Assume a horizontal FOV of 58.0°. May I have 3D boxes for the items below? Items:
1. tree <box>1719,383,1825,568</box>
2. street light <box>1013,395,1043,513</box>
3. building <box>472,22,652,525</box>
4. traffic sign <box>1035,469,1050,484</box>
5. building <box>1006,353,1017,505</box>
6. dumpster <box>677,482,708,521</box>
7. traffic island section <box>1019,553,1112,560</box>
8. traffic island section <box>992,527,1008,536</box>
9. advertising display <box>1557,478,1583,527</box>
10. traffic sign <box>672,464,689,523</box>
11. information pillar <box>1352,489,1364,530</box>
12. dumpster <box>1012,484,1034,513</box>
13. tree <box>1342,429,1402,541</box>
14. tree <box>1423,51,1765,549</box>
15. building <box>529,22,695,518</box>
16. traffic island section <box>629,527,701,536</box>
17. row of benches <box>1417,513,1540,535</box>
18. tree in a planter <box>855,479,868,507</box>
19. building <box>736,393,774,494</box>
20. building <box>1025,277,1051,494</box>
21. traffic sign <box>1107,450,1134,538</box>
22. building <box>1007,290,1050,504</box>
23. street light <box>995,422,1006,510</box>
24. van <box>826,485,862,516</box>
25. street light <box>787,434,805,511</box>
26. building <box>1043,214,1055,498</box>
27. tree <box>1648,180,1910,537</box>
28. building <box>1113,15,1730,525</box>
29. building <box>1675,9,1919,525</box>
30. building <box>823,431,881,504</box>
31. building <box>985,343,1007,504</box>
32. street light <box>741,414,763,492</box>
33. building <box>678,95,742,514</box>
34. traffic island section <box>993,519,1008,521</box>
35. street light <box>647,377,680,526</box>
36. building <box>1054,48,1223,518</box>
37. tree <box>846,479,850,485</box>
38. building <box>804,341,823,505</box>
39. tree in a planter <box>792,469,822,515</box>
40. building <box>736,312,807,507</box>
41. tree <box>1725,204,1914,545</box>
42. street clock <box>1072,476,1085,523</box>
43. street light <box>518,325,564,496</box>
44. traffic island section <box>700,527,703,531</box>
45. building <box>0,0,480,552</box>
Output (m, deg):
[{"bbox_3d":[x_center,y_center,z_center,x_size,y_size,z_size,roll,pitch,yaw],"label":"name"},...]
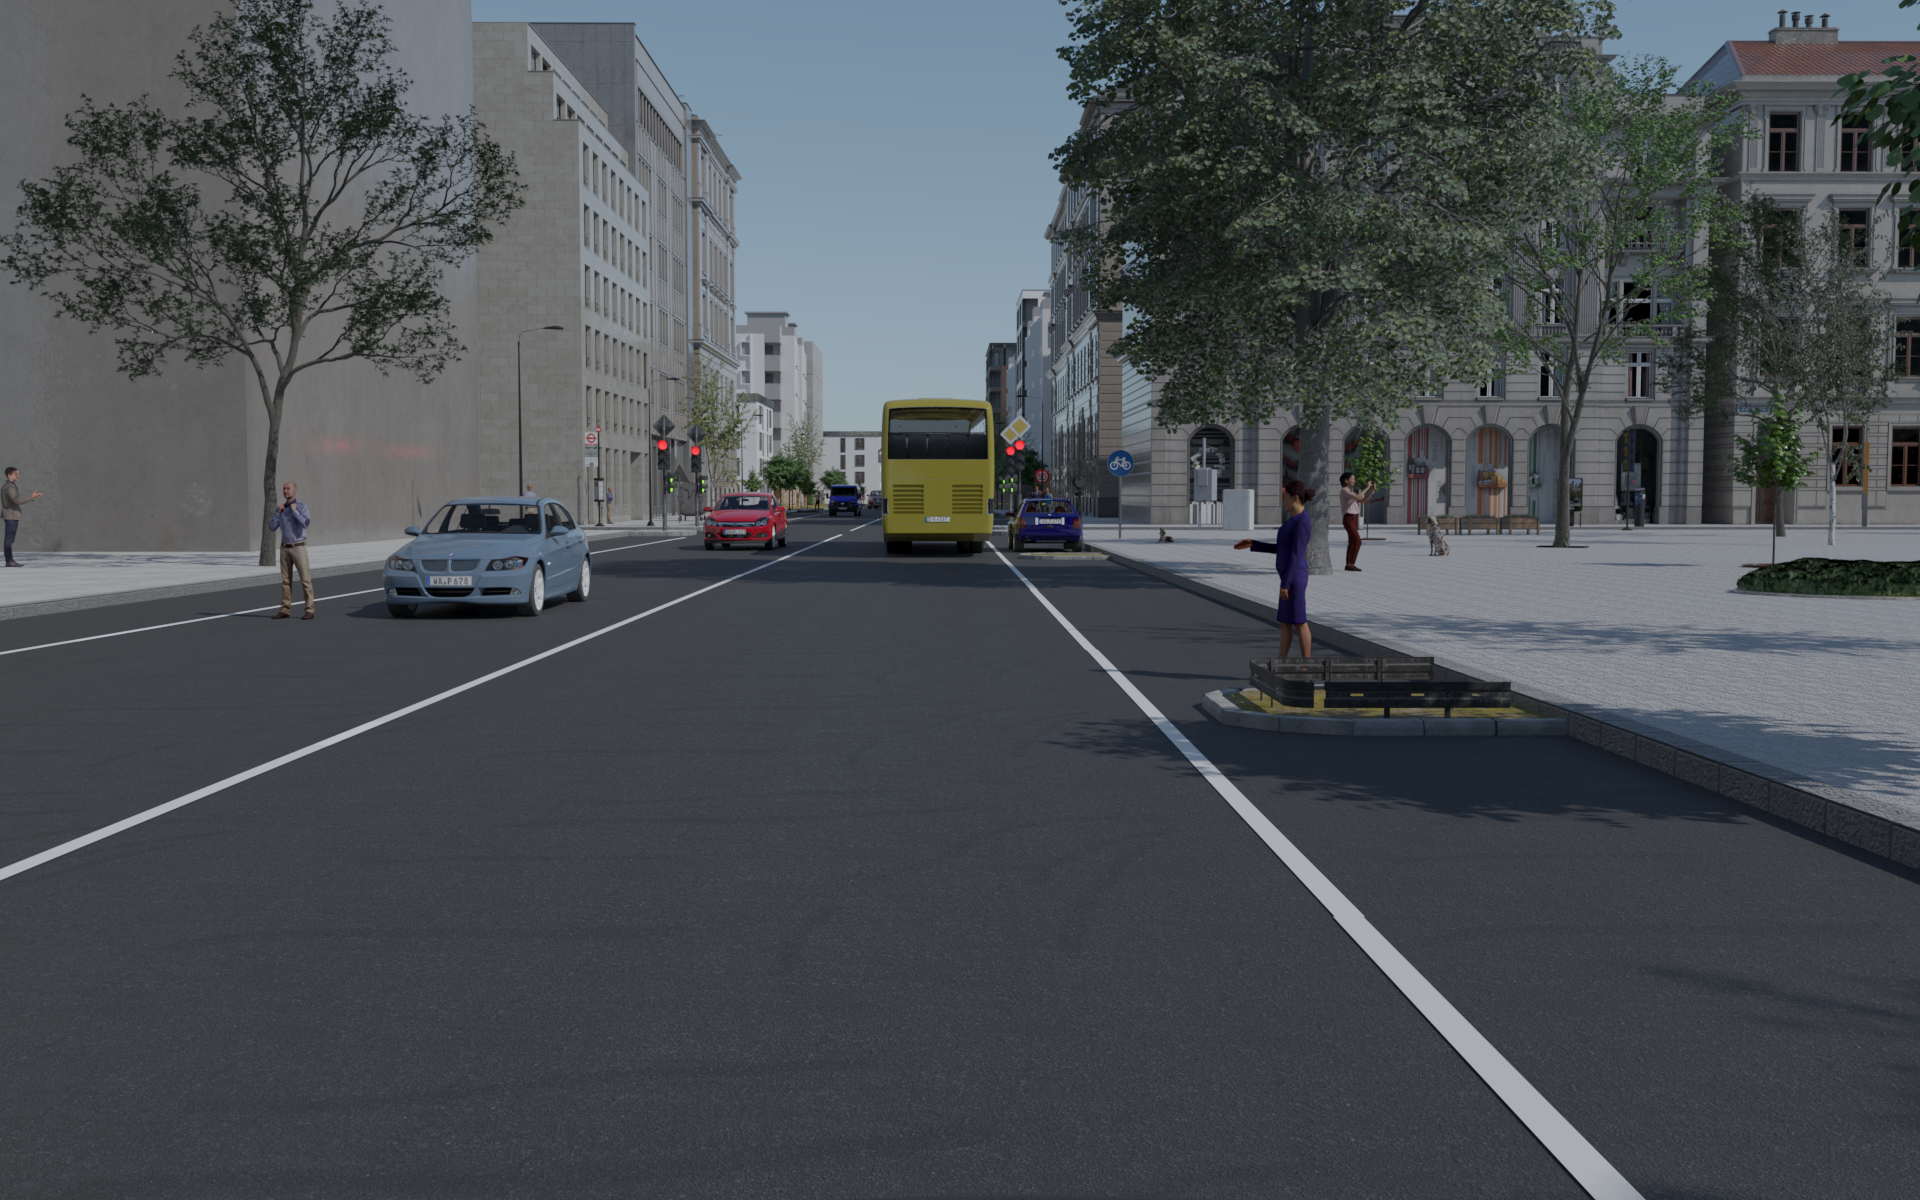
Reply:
[{"bbox_3d":[14.371,-2.182,30.272,1.663,3.219,1.824,0,3,0],"label":"tree"},{"bbox_3d":[3.316,-6.637,81.055,1.470,5.913,1.316,0,4,-1],"label":"street light"},{"bbox_3d":[-20.735,-13.711,78.919,10.420,20.320,16.860,0,4,-1],"label":"building"},{"bbox_3d":[4.193,-5.402,88.424,0.768,2.556,0.104,0,4,4],"label":"traffic sign"},{"bbox_3d":[13.749,-21.719,211.532,16.016,20.091,11.380,0,4,-1],"label":"building"},{"bbox_3d":[-12.756,-4.696,82.539,1.264,1.857,1.865,0,4,-1],"label":"dumpster"},{"bbox_3d":[2.328,-0.973,38.779,1.991,0.108,1.994,0,4,-1],"label":"traffic island section"},{"bbox_3d":[2.099,-2.349,60.688,2.009,0.180,2.903,0,4,-1],"label":"traffic island section"},{"bbox_3d":[24.110,-3.870,68.493,0.974,1.923,0.123,2,4,34],"label":"advertising display"},{"bbox_3d":[-12.260,-4.629,75.693,0.884,2.594,0.081,1,4,9],"label":"traffic sign"},{"bbox_3d":[14.175,-3.498,61.681,0.304,2.012,0.304,3,5,41],"label":"information pillar"},{"bbox_3d":[3.743,-5.896,102.163,1.264,1.857,1.865,0,4,-1],"label":"dumpster"},{"bbox_3d":[11.497,-3.281,48.251,1.663,3.219,1.824,0,3,0],"label":"tree"},{"bbox_3d":[14.566,-7.051,41.033,9.928,11.665,9.643,0,3,0],"label":"tree"},{"bbox_3d":[-22.395,-17.071,97.128,12.078,24.808,19.932,0,4,-1],"label":"building"},{"bbox_3d":[-10.342,-2.341,60.561,2.009,0.180,2.903,0,4,-1],"label":"traffic island section"},{"bbox_3d":[16.430,-2.392,54.578,4.104,0.672,1.422,-1,4,-14],"label":"row of benches"},{"bbox_3d":[-11.473,-12.247,197.452,1.991,3.239,1.994,0,4,-1],"label":"tree in a planter"},{"bbox_3d":[-21.464,-13.202,157.999,9.099,9.664,28.070,0,4,-1],"label":"building"},{"bbox_3d":[14.335,-18.232,154.513,16.016,20.091,11.380,0,4,-1],"label":"building"},{"bbox_3d":[4.624,-3.051,49.997,0.768,2.556,0.104,0,4,3],"label":"traffic sign"},{"bbox_3d":[19.982,-21.137,189.565,27.936,21.610,32.646,0,4,-1],"label":"building"},{"bbox_3d":[3.005,-8.536,112.096,1.470,5.913,1.316,0,4,-1],"label":"street light"},{"bbox_3d":[-7.469,-6.628,112.752,2.240,2.365,5.245,0,4,0],"label":"van"},{"bbox_3d":[-12.618,-9.844,133.492,1.470,5.913,1.316,0,4,-1],"label":"street light"},{"bbox_3d":[13.224,-20.403,130.851,12.463,27.353,25.104,0,4,-1],"label":"building"},{"bbox_3d":[24.361,-7.185,51.887,7.601,10.594,8.767,1,4,22],"label":"tree"},{"bbox_3d":[19.430,-14.421,77.578,24.055,21.916,13.314,0,4,-1],"label":"building"},{"bbox_3d":[42.042,-14.723,76.874,21.152,22.565,11.583,0,4,-1],"label":"building"},{"bbox_3d":[-10.675,-17.940,235.460,28.070,9.664,9.099,0,4,-1],"label":"building"},{"bbox_3d":[20.190,-24.486,244.323,32.646,21.610,27.936,0,4,-1],"label":"building"},{"bbox_3d":[-12.158,-7.851,100.902,1.470,5.913,1.316,0,4,-1],"label":"street light"},{"bbox_3d":[-22.534,-20.297,117.753,13.634,28.700,20.117,0,4,-1],"label":"building"},{"bbox_3d":[1.733,-4.354,94.058,1.991,0.108,1.994,0,4,-1],"label":"traffic island section"},{"bbox_3d":[-11.813,-5.899,68.988,1.470,5.913,1.316,0,4,-1],"label":"street light"},{"bbox_3d":[12.967,-18.829,105.123,12.463,27.353,25.104,0,4,-1],"label":"building"},{"bbox_3d":[-14.217,-13.651,217.786,1.663,3.219,1.824,0,3,0],"label":"tree"},{"bbox_3d":[-32.854,-20.943,208.881,31.486,18.905,16.747,0,4,-1],"label":"building"},{"bbox_3d":[-10.656,-7.565,120.917,1.991,3.239,1.994,0,4,-1],"label":"tree in a planter"},{"bbox_3d":[-24.372,-19.628,177.338,16.016,20.091,11.380,0,4,-1],"label":"building"},{"bbox_3d":[21.659,-5.676,43.157,4.360,8.622,3.978,0,3,0],"label":"tree"},{"bbox_3d":[4.669,-3.883,68.057,0.471,2.002,0.358,-1,4,-22],"label":"street clock"},{"bbox_3d":[-11.604,-4.604,47.819,1.470,5.913,1.316,0,4,-1],"label":"street light"},{"bbox_3d":[-10.427,-2.830,68.546,2.009,0.180,2.903,0,4,-1],"label":"traffic island section"},{"bbox_3d":[-32.842,-14.831,47.008,34.151,26.468,19.350,0,4,-1],"label":"building"}]
